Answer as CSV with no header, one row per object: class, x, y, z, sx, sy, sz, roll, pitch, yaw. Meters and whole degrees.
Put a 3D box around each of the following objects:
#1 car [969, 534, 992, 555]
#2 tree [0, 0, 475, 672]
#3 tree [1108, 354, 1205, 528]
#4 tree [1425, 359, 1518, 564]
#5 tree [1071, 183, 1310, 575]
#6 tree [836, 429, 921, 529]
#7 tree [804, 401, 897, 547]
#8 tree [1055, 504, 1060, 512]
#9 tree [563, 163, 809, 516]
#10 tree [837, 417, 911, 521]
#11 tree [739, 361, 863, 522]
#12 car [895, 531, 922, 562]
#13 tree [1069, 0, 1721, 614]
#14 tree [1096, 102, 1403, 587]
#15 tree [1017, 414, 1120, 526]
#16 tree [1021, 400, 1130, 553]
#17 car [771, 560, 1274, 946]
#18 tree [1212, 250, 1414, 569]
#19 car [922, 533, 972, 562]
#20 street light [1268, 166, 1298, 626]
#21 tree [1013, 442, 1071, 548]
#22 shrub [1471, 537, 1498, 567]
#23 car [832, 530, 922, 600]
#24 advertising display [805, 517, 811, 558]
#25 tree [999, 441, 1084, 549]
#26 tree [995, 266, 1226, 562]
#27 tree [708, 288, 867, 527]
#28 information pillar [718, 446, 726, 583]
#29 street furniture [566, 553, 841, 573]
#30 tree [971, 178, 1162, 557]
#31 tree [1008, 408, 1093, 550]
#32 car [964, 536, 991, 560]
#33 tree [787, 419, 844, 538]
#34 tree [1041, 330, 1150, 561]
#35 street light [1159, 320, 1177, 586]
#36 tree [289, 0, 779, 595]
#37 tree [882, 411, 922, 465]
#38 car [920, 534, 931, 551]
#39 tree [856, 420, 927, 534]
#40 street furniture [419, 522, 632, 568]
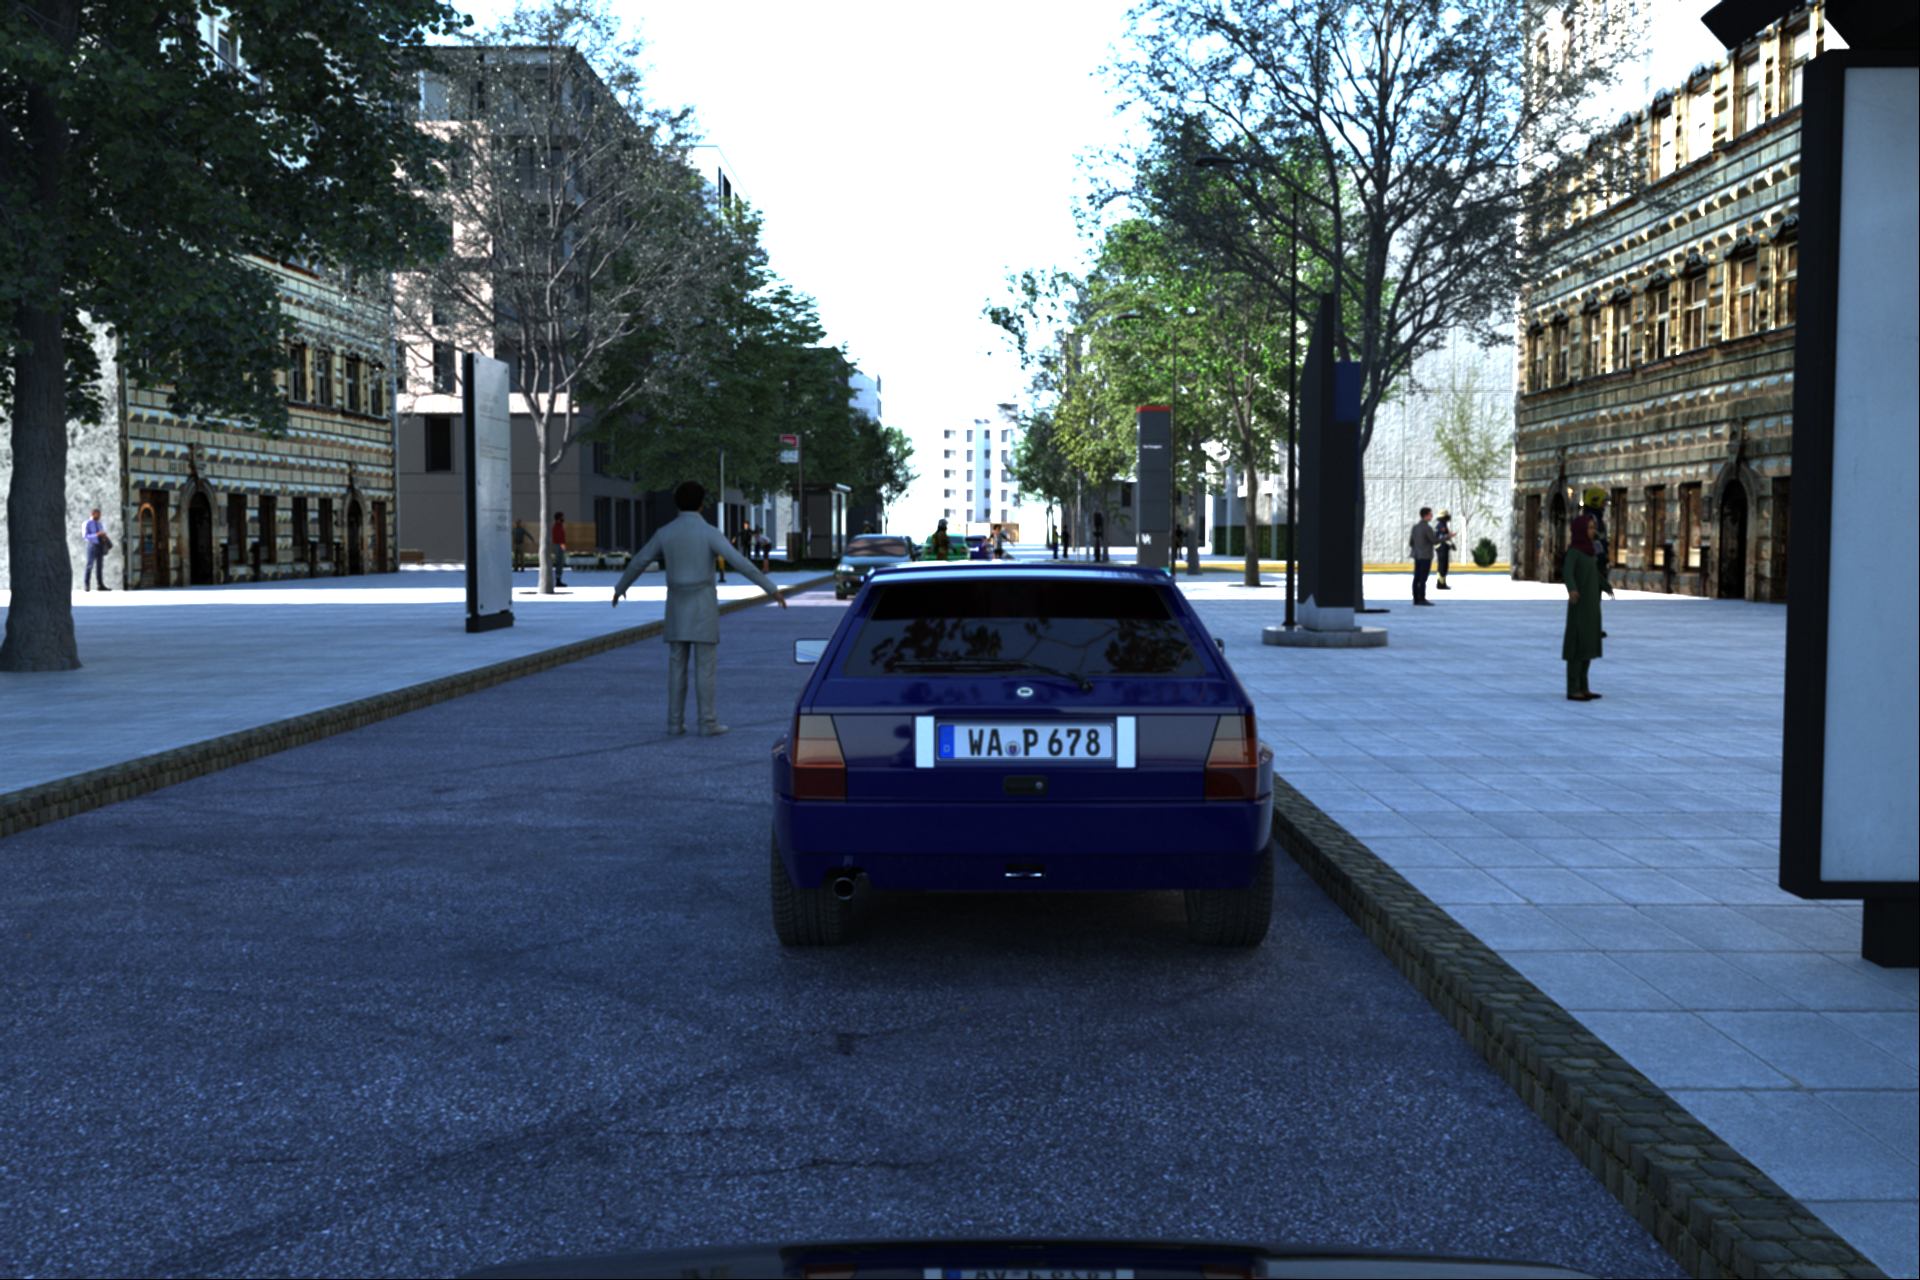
car,1.219,-6.723,119.714,2.009,1.686,4.222,0,4,-1
tree,-8.765,-6.694,16.095,9.857,13.997,8.962,0,3,0
tree,8.071,-7.370,70.860,4.360,8.622,3.978,0,3,0
tree,21.216,-7.503,73.037,4.360,8.622,3.978,0,3,0
tree,7.339,-8.280,53.506,7.486,12.596,7.792,0,3,0
tree,-7.420,-12.758,143.008,8.767,10.594,7.601,-1,4,-13
tree,-8.071,-11.307,119.281,8.767,10.594,7.601,1,4,17
tree,17.237,-19.967,252.207,9.928,11.665,9.643,0,3,0
tree,-8.523,-8.282,53.543,7.486,12.596,7.792,0,3,0
tree,-7.340,-12.001,130.623,7.601,10.594,8.767,-2,4,-25
tree,-8.390,-9.467,89.194,7.601,10.594,8.767,1,4,12
car,-2.234,-2.932,57.730,2.009,1.686,4.222,0,4,1
tree,6.531,-7.186,27.867,12.009,13.543,11.850,0,3,0
tree,7.040,-7.119,42.158,9.928,11.665,9.643,0,3,0
tree,8.123,-12.026,131.045,8.767,10.594,7.601,1,4,14
tree,7.975,-11.254,118.415,8.767,10.594,7.601,2,4,27
car,0.218,0.319,7.368,1.945,1.354,3.894,0,4,0
tree,12.764,-8.403,63.146,9.928,11.665,9.643,0,3,0
car,-0.500,-3.512,66.219,1.959,1.807,4.718,0,3,0
street light,4.654,-2.989,21.405,1.470,5.913,1.316,0,4,1
tree,8.314,-14.502,162.858,9.928,11.665,9.643,0,3,0
shrub,20.307,-3.420,67.033,1.383,1.207,1.383,0,3,0
car,-1.835,-1.783,38.936,2.009,1.686,4.222,0,4,1
advertising display,-5.925,-3.809,67.483,0.123,1.923,0.974,0,4,3
tree,7.557,-13.261,151.222,7.601,10.594,8.767,2,4,30
tree,6.701,-10.375,80.005,12.009,13.543,11.850,0,3,0
tree,-8.100,-9.942,80.679,7.486,12.596,7.792,0,3,0
information pillar,-6.313,-3.327,45.744,0.183,3.616,0.504,0,3,0
street furniture,-8.647,-2.692,59.639,10.072,0.657,5.734,0,4,4
tree,6.715,-14.640,95.261,12.611,20.169,13.585,0,3,0
tree,7.497,-13.203,141.631,9.928,11.665,9.643,0,3,0
car,0.453,-3.999,77.957,1.945,1.354,3.894,0,3,0
tree,-8.368,-9.178,100.418,4.737,8.622,4.395,0,3,0
tree,4.770,-6.863,62.577,4.737,8.622,4.395,0,3,0
street light,5.062,-3.919,36.621,1.470,5.913,1.316,0,4,1
tree,-8.742,-7.721,36.608,12.009,13.543,11.850,0,3,0
tree,-11.844,-24.324,253.591,12.611,20.169,13.585,0,3,0
car,-1.291,-5.556,101.062,2.015,1.641,3.980,0,4,1
tree,-6.644,-14.067,155.753,9.928,11.665,9.643,0,3,0
street furniture,-15.578,-3.719,67.659,11.010,1.723,9.812,-1,4,-12
